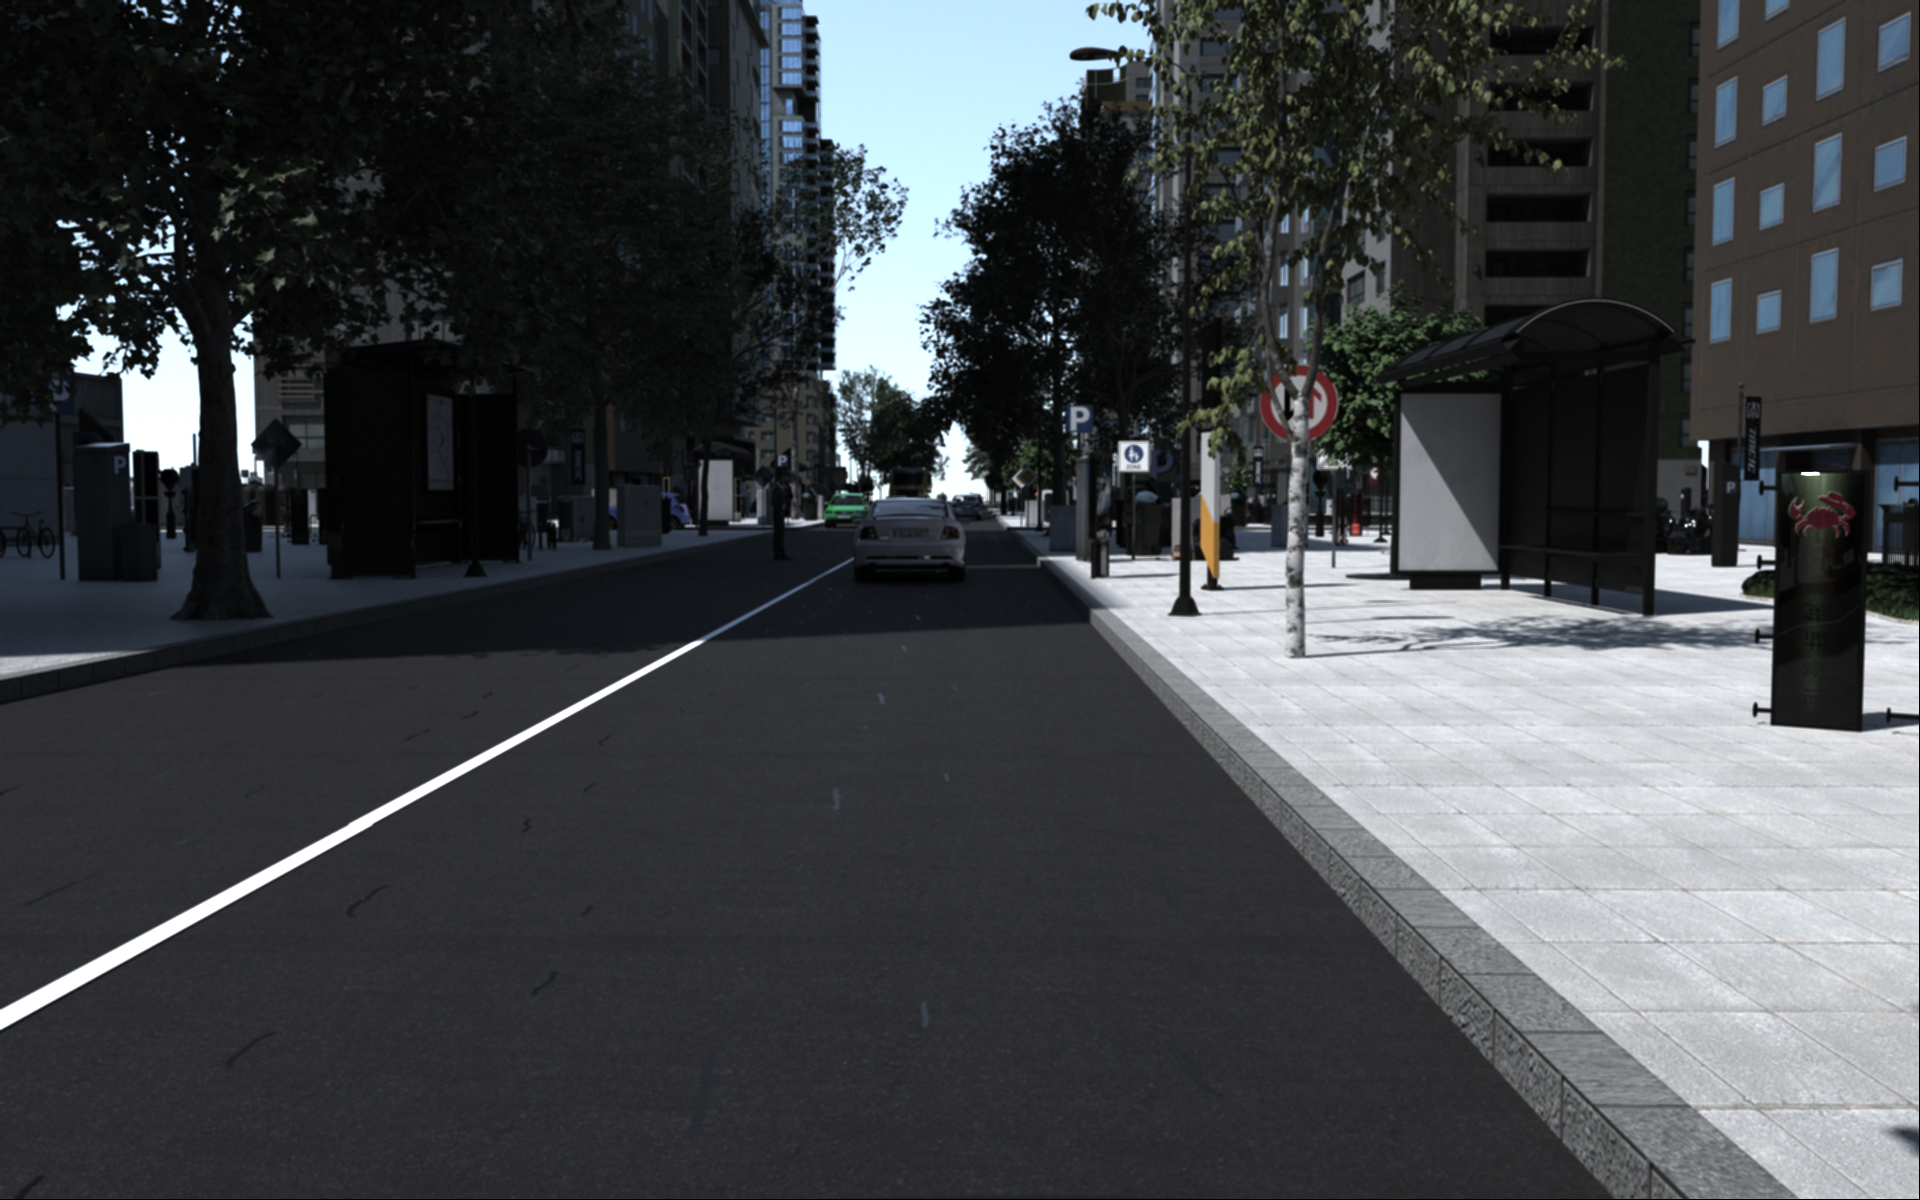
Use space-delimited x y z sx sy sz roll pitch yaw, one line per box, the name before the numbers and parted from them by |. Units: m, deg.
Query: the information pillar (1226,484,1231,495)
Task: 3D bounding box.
information pillar | 18.254 -6.914 117.529 0.304 2.012 0.304 -2 4 -28

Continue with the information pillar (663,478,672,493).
information pillar | -13.027 -4.450 77.256 0.304 2.012 0.304 1 4 18

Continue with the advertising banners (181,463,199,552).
advertising banners | -17.035 -2.611 38.879 0.090 3.025 2.074 0 4 -3

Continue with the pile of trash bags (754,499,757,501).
pile of trash bags | -13.132 -6.892 122.438 1.912 1.369 3.447 3 4 39

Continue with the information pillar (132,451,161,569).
information pillar | -13.970 -1.545 29.757 0.304 2.012 0.304 2 4 35

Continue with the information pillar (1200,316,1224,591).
information pillar | 3.354 -1.944 23.135 0.183 3.616 0.504 -1 4 -14

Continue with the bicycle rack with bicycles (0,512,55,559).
bicycle rack with bicycles | -19.787 -1.297 34.586 2.925 0.926 2.852 3 5 43

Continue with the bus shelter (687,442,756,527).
bus shelter | -9.594 -4.670 70.270 2.014 3.302 5.546 0 4 0

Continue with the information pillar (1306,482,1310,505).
information pillar | 21.145 -6.196 105.799 0.304 2.012 0.304 -1 4 -19

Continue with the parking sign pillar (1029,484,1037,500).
parking sign pillar | 4.993 -7.585 112.482 1.447 3.967 1.447 1 4 10

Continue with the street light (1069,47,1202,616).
street light | 1.839 -2.791 18.171 1.470 5.913 1.316 0 4 0

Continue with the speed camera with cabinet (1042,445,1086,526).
speed camera with cabinet | 4.360 -4.649 70.339 2.038 3.252 0.660 2 4 25

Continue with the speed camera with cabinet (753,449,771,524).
speed camera with cabinet | -8.523 -4.940 75.097 0.660 3.252 2.038 0 4 -8

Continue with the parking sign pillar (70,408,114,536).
parking sign pillar | -26.867 -3.992 53.749 1.447 3.967 1.447 1 4 21

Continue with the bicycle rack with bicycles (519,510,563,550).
bicycle rack with bicycles | -10.539 -1.646 40.300 2.852 0.926 2.925 -1 4 -13

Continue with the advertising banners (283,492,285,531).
advertising banners | -22.291 -3.759 57.655 0.090 3.025 2.074 -2 4 -33

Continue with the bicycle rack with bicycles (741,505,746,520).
bicycle rack with bicycles | -10.027 -4.335 84.267 2.852 0.926 2.925 0 4 5

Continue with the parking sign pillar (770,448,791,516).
parking sign pillar | -10.362 -6.871 100.807 1.447 3.967 1.447 2 4 23

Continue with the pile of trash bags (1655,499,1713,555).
pile of trash bags | 15.160 -1.730 38.042 1.912 1.369 3.447 -2 4 -31

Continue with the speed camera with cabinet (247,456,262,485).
speed camera with cabinet | -37.250 -5.835 89.742 2.038 3.252 0.660 -1 4 -12

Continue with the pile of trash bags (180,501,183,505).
pile of trash bags | -63.681 -8.095 142.098 3.447 1.369 1.912 2 4 28

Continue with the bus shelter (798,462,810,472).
bus shelter | -10.388 -6.817 105.374 2.014 3.302 5.546 0 4 1

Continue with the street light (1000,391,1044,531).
street light | 2.201 -5.325 59.611 1.470 5.913 1.316 0 4 0

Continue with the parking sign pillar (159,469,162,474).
parking sign pillar | -61.742 -8.838 132.972 1.447 3.967 1.447 1 4 15

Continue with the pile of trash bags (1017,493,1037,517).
pile of trash bags | 4.406 -5.210 94.930 1.912 1.369 3.447 0 4 -4

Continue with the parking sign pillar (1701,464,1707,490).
parking sign pillar | 52.691 -8.272 123.720 1.447 3.967 1.447 -2 4 -25

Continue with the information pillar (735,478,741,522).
information pillar | -10.230 -4.578 79.346 0.304 2.012 0.304 -3 4 -38

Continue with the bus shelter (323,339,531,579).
bus shelter | -8.741 -2.318 29.178 1.731 3.624 6.357 0 4 1

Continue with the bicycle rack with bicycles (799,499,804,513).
bicycle rack with bicycles | -11.198 -7.781 140.599 2.852 0.926 2.925 2 4 26

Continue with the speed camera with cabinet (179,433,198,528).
speed camera with cabinet | -25.305 -3.833 57.006 0.660 3.252 2.038 -1 4 -19

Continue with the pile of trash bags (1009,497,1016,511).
pile of trash bags | 4.946 -7.625 134.416 1.912 1.369 3.447 -1 4 -10

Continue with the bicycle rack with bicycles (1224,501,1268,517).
bicycle rack with bicycles | 14.135 -4.356 84.608 2.925 0.926 2.852 3 5 40

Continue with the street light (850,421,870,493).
street light | -6.366 -8.376 109.489 1.470 5.913 1.316 0 4 0

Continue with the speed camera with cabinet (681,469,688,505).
speed camera with cabinet | -21.931 -8.890 139.686 0.660 3.252 2.038 1 4 11

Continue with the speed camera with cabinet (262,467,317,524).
speed camera with cabinet | -28.887 -4.918 74.751 2.038 3.252 0.660 -1 4 -21

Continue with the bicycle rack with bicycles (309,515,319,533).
bicycle rack with bicycles | -19.874 -2.637 56.503 2.925 0.926 2.852 3 4 38

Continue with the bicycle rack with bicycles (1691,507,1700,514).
bicycle rack with bicycles | 31.556 -3.495 70.518 2.852 0.926 2.925 -1 4 -21

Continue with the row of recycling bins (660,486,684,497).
row of recycling bins | -16.211 -5.103 90.541 3.534 1.692 1.069 0 4 -5

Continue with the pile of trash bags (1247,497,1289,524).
pile of trash bags | 13.683 -3.944 74.236 1.912 1.369 3.447 -1 4 -21

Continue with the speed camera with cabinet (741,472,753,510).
speed camera with cabinet | -16.851 -8.741 137.247 0.660 3.252 2.038 3 4 38

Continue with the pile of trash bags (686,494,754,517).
pile of trash bags | -13.488 -5.233 95.315 3.447 1.369 1.912 -3 4 -37

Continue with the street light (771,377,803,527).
street light | -6.710 -5.840 68.027 1.470 5.913 1.316 0 4 0

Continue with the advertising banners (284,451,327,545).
advertising banners | -16.060 -2.917 43.877 2.074 3.025 0.090 0 4 7

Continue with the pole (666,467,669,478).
pole | -22.361 -8.472 132.353 0.158 3.312 0.155 0 3 0

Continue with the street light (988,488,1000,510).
street light | 2.548 -7.848 100.853 1.470 5.913 1.316 0 4 0

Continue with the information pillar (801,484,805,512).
information pillar | -10.995 -7.157 121.502 0.304 2.012 0.304 0 4 -2

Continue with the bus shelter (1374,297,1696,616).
bus shelter | 6.563 -1.633 20.621 2.014 3.302 5.546 0 4 0

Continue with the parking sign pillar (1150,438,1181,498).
parking sign pillar | 8.938 -5.315 75.375 1.447 3.967 1.447 3 4 36

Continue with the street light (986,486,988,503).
street light | 2.847 -10.418 142.880 1.470 5.913 1.316 0 4 0

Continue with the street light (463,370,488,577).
street light | -6.977 -3.312 26.684 1.470 5.913 1.316 0 4 0

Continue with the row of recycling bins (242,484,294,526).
row of recycling bins | -28.111 -3.833 69.775 3.534 1.692 1.069 2 4 30

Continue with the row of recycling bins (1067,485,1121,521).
row of recycling bins | 6.331 -4.647 83.097 3.534 1.692 1.069 -3 4 -37

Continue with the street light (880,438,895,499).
street light | -6.080 -10.522 144.581 1.470 5.913 1.316 0 4 0

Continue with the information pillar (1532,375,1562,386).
information pillar | 9.928 -2.323 29.328 0.504 3.616 0.183 1 4 18
